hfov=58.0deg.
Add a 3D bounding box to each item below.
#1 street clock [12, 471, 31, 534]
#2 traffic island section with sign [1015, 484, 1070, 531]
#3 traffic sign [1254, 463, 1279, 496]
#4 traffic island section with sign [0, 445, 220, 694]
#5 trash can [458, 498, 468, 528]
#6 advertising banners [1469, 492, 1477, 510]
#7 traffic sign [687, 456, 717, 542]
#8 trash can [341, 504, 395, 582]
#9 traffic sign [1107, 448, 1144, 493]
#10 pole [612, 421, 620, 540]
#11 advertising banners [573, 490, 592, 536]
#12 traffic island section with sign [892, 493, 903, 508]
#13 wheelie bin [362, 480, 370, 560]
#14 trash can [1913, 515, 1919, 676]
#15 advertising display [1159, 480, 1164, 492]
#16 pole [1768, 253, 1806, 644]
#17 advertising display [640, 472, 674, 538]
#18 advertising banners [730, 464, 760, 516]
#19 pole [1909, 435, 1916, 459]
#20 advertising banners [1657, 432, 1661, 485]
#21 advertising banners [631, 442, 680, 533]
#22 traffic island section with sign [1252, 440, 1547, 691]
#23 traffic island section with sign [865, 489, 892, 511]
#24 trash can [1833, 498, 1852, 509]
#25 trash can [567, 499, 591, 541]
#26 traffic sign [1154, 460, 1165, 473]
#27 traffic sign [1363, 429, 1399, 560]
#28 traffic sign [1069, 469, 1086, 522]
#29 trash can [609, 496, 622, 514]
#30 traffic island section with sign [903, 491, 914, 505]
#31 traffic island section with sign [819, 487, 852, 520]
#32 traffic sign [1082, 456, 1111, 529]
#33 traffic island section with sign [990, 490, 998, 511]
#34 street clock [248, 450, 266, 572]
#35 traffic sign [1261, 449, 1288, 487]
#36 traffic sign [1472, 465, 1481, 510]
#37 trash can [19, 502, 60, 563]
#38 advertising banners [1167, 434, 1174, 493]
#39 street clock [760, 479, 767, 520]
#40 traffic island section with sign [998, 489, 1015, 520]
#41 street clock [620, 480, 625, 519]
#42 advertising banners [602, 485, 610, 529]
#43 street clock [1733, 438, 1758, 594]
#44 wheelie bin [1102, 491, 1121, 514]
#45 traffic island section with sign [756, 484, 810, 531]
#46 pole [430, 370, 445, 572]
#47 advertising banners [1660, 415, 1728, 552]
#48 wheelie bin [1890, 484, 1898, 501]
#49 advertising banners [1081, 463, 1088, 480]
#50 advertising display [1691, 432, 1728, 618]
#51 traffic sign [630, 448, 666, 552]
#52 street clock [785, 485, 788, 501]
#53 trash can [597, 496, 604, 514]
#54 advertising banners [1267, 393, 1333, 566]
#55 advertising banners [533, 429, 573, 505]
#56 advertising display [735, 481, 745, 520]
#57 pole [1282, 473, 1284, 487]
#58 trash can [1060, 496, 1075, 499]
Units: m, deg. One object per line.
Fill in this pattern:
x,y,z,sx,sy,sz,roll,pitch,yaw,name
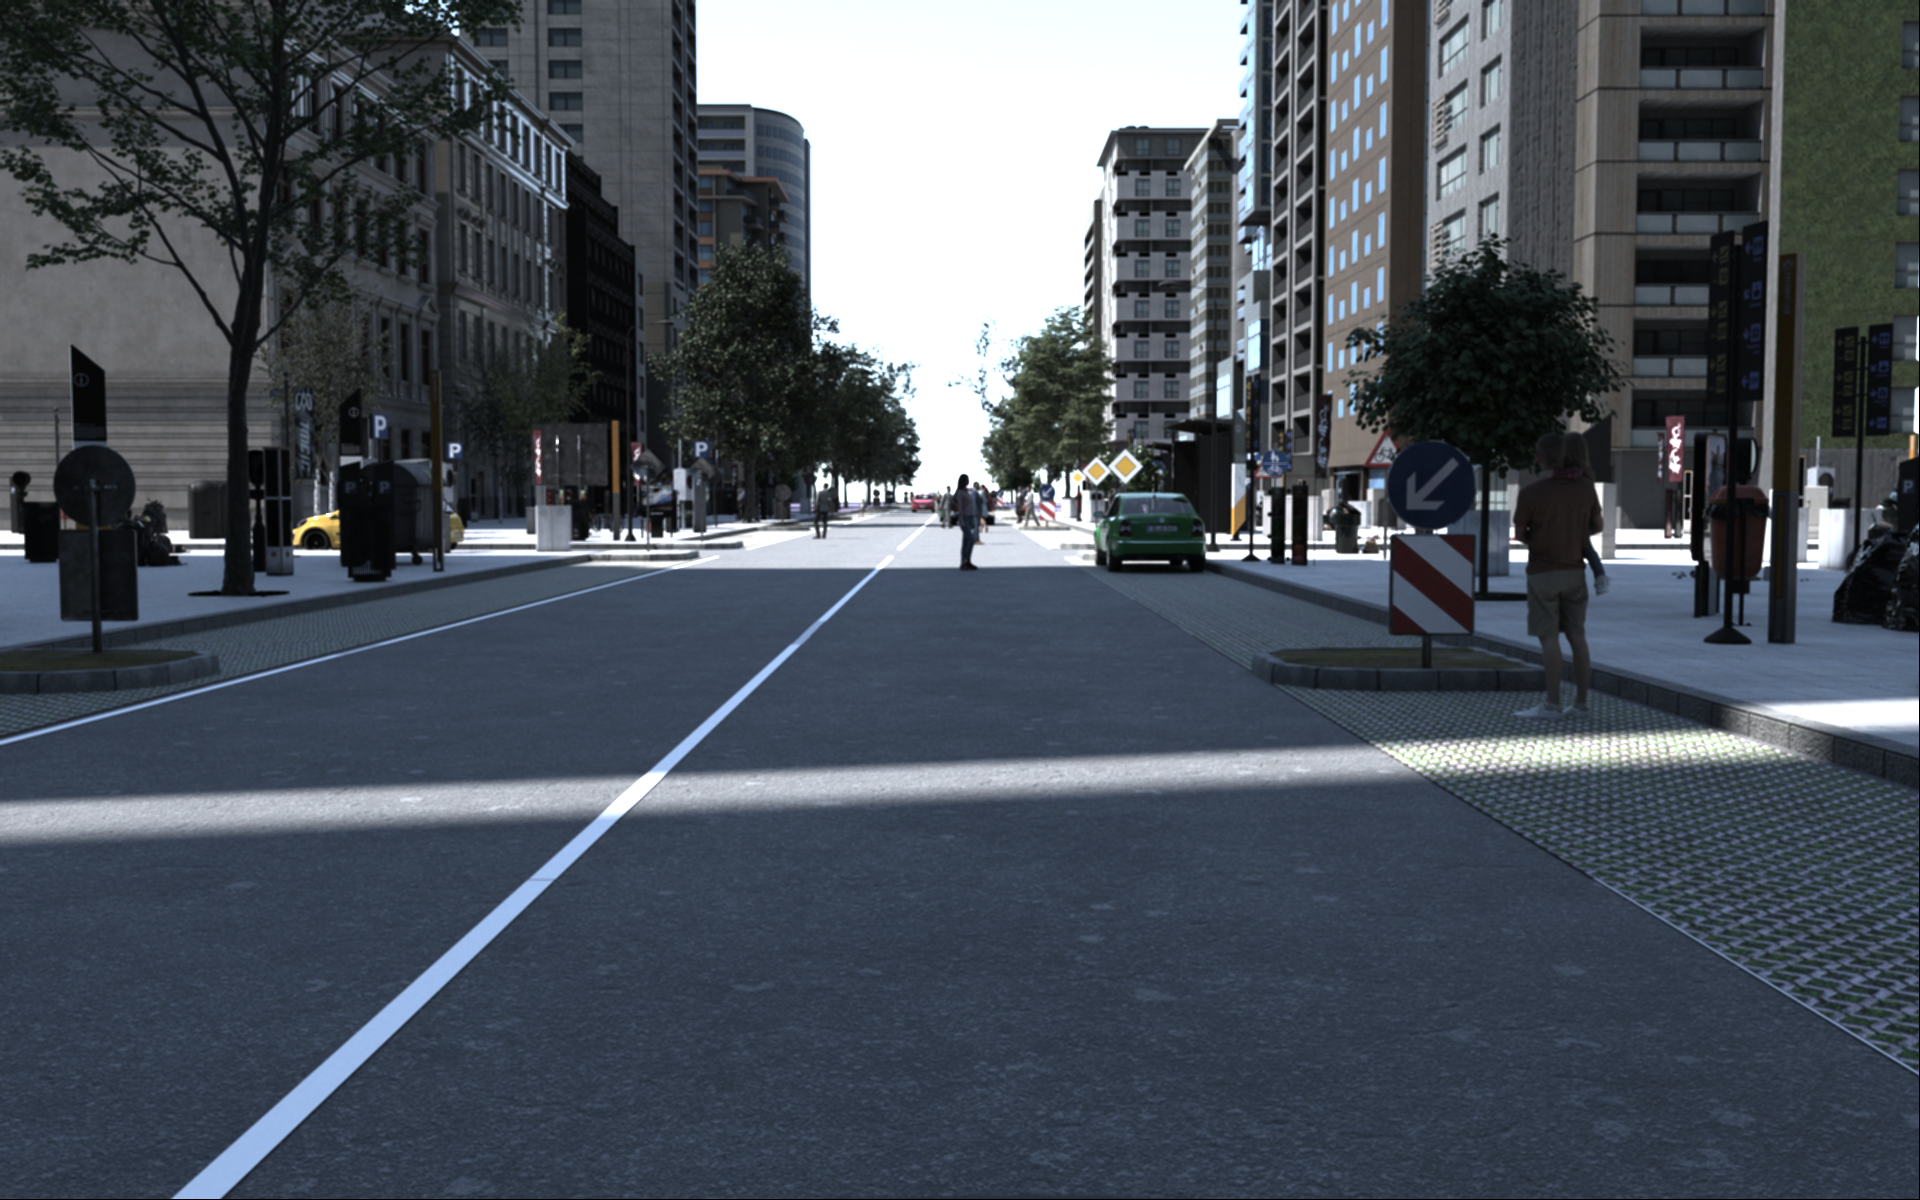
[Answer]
-29.857,-3.094,55.149,0.471,2.002,0.358,0,4,2,street clock
3.303,-3.658,68.436,1.989,1.847,2.006,0,3,0,traffic island section with sign
10.177,-3.532,57.746,0.884,2.594,0.081,0,4,8,traffic sign
-6.882,-0.284,13.268,1.989,1.847,2.006,0,3,0,traffic island section with sign
-18.177,-3.125,62.748,0.748,1.137,0.748,0,3,0,trash can
17.776,-3.915,60.204,0.090,3.025,2.074,2,4,26,advertising banners
-6.869,-2.595,46.071,0.795,2.450,0.064,0,3,0,traffic sign
-8.679,-0.843,25.438,0.748,1.137,0.748,0,3,0,trash can
3.631,-2.106,38.072,0.795,2.450,0.064,0,3,0,traffic sign
-9.548,-3.318,48.093,0.158,3.312,0.155,0,3,0,pole
-11.976,-3.466,52.861,2.074,3.025,0.090,3,4,38,advertising banners
-6.996,-10.062,173.148,1.989,1.847,2.006,0,3,0,traffic island section with sign
-11.502,-1.576,33.673,0.693,1.594,0.980,0,4,-6,wheelie bin
6.709,0.012,11.450,0.748,1.137,0.748,0,3,0,trash can
8.883,-4.393,77.036,0.123,1.923,0.974,1,4,22,advertising display
7.079,-1.283,14.828,0.158,3.312,0.155,0,3,0,pole
-8.904,-2.791,50.851,0.974,1.923,0.123,-1,4,-14,advertising display
-12.556,-6.426,101.250,2.074,3.025,0.090,-3,5,-41,advertising banners
32.878,-4.036,59.835,0.158,3.312,0.155,0,3,0,pole
20.403,-3.279,49.796,0.090,3.025,2.074,3,5,43,advertising banners
-10.144,-3.749,57.486,2.074,3.025,0.090,2,4,32,advertising banners
3.339,-0.295,13.444,1.989,1.847,2.006,0,3,0,traffic island section with sign
-6.971,-8.414,146.193,1.989,1.847,2.006,0,3,0,traffic island section with sign
30.231,-2.927,59.516,0.748,1.137,0.748,0,3,0,trash can
-10.530,-2.199,47.611,0.748,1.137,0.748,0,3,0,trash can
7.312,-3.967,64.964,0.768,2.556,0.104,0,4,2,traffic sign
8.315,-2.068,33.814,0.884,2.594,0.081,0,4,6,traffic sign
5.392,-4.781,79.350,0.795,2.450,0.064,1,4,9,traffic sign
-20.568,-5.615,103.460,0.748,1.137,0.748,0,3,0,trash can
-7.021,-13.407,227.835,1.989,1.847,2.006,0,3,0,traffic island section with sign
-6.932,-5.269,94.775,1.989,1.847,2.006,0,3,0,traffic island section with sign
3.626,-2.594,46.057,0.795,2.450,0.064,0,3,0,traffic sign
3.268,-8.386,145.744,1.989,1.847,2.006,0,3,0,traffic island section with sign
-11.549,-1.464,28.514,0.471,2.002,0.358,0,4,-2,street clock
8.954,-3.011,49.332,0.768,2.556,0.104,0,4,6,traffic sign
8.519,-1.686,28.749,0.795,2.450,0.064,0,4,4,traffic sign
-17.244,-1.278,32.541,0.748,1.137,0.748,0,3,0,trash can
6.115,-3.304,50.204,0.090,3.025,2.074,1,4,10,advertising banners
-9.664,-4.934,85.235,0.358,2.002,0.471,1,4,16,street clock
3.283,-5.343,95.990,1.989,1.847,2.006,0,3,0,traffic island section with sign
-17.524,-5.220,89.918,0.358,2.002,0.471,0,4,-3,street clock
-12.951,-4.103,63.279,0.090,3.025,2.074,0,4,-5,advertising banners
10.081,-1.086,22.325,0.358,2.002,0.471,3,5,41,street clock
7.000,-4.407,79.963,0.980,1.594,0.693,2,4,34,wheelie bin
-6.913,-3.620,67.820,1.989,1.847,2.006,0,3,0,traffic island section with sign
-8.649,-2.129,28.649,0.158,3.312,0.155,0,3,0,pole
16.188,-2.543,37.760,0.090,3.025,2.074,-2,4,-26,advertising banners
28.207,-2.679,51.709,0.980,1.594,0.693,-1,4,-14,wheelie bin
7.507,-6.110,96.089,0.090,3.025,2.074,-3,5,-45,advertising banners
7.909,-0.799,18.285,0.123,1.923,0.974,3,4,36,advertising display
-6.863,-2.107,38.086,0.795,2.450,0.064,0,3,0,traffic sign
-9.701,-5.582,95.840,0.471,2.002,0.358,-1,4,-12,street clock
-21.854,-5.776,106.095,0.748,1.137,0.748,0,3,0,trash can
6.109,-2.139,31.155,0.090,3.025,2.074,-1,4,-20,advertising banners
-10.942,-3.065,46.294,0.090,3.025,2.074,-3,4,-38,advertising banners
-10.777,-4.872,84.871,0.123,1.923,0.974,1,4,18,advertising display
19.242,-6.699,103.378,0.158,3.312,0.155,0,3,0,pole
6.891,-6.173,112.585,0.748,1.137,0.748,0,3,0,trash can
